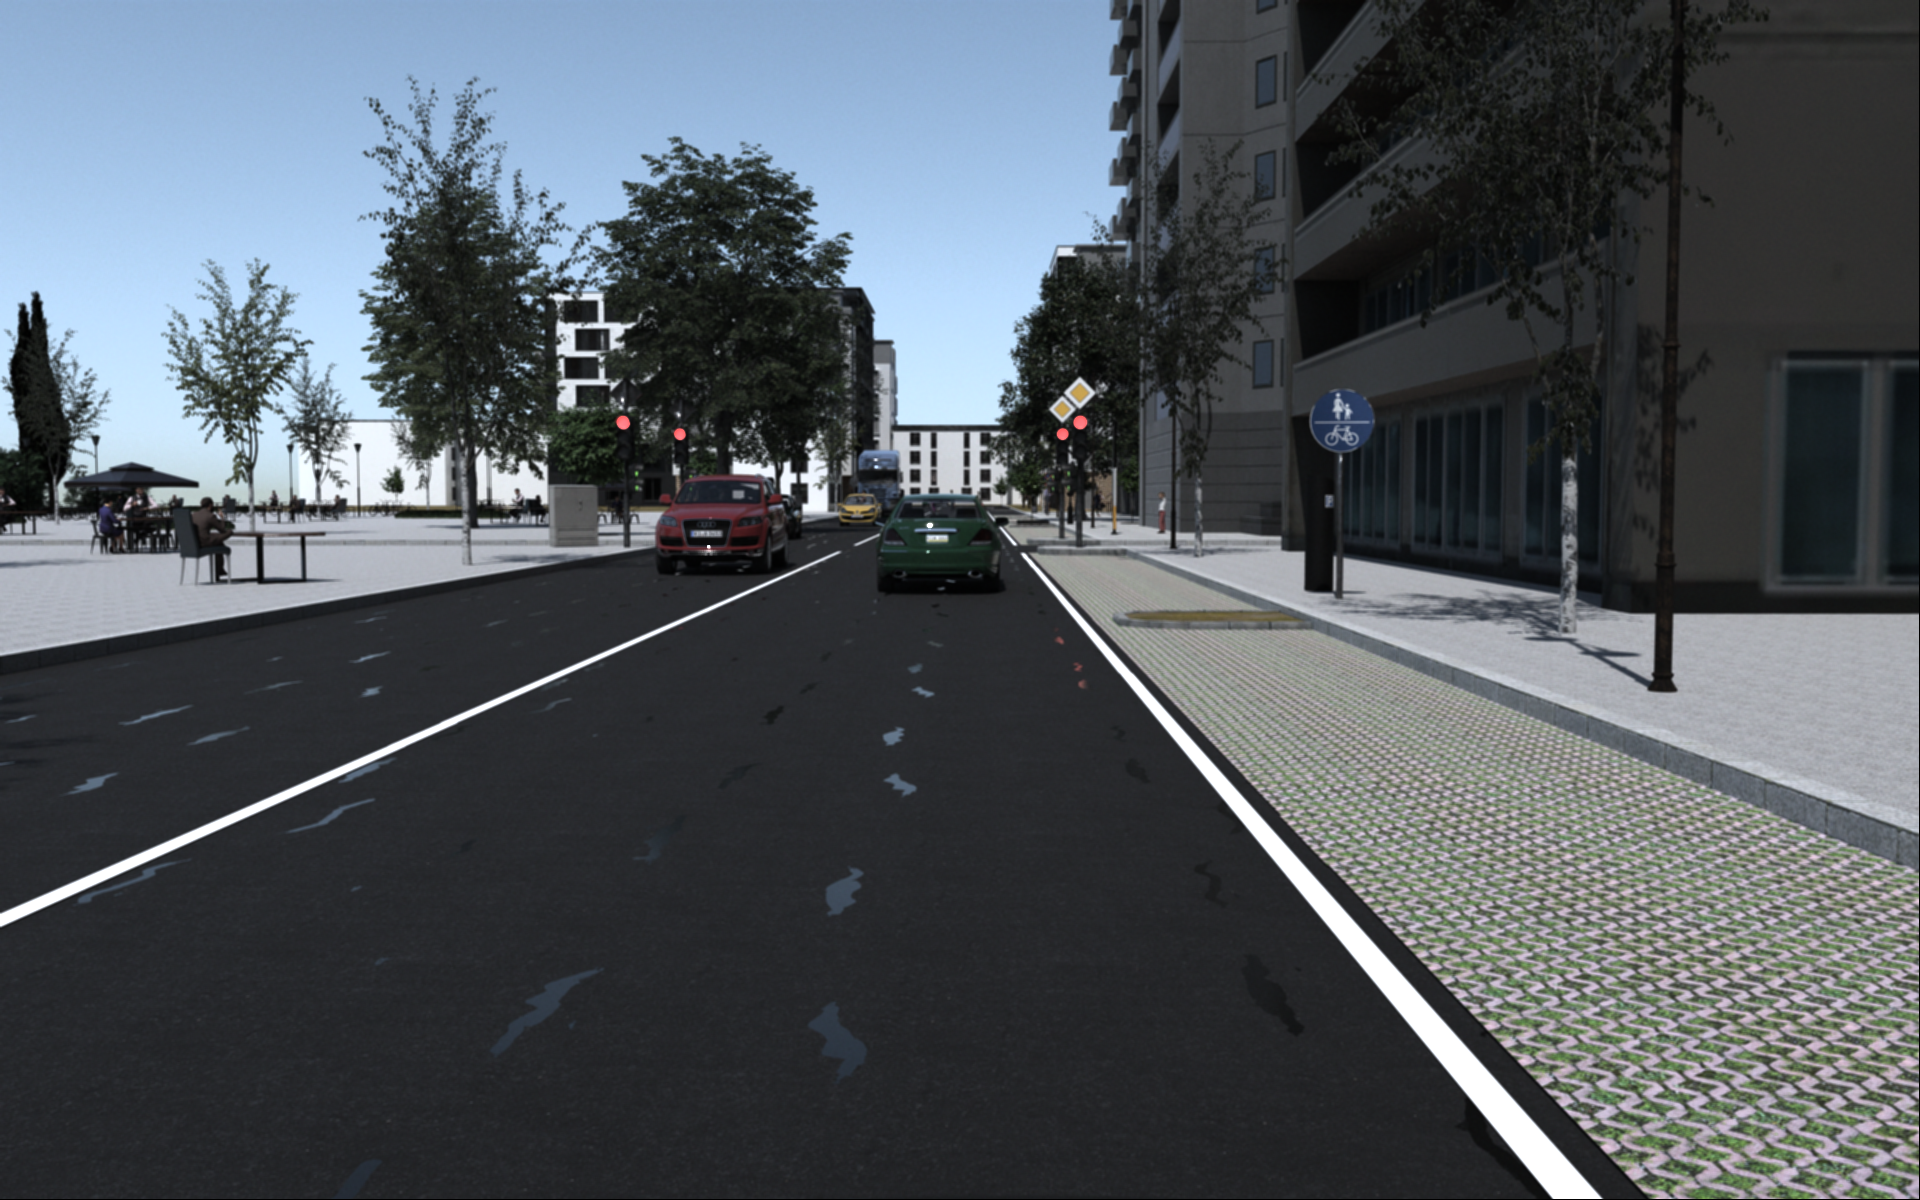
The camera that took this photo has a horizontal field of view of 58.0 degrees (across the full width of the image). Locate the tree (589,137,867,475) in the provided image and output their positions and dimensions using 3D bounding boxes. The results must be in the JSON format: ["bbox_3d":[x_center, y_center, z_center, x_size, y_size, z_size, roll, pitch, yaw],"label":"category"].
[{"bbox_3d":[-8.520,-9.551,62.821,9.857,13.997,8.962,0,3,0],"label":"tree"}]

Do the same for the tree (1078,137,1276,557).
[{"bbox_3d":[4.625,-5.180,35.060,4.360,8.622,3.978,0,3,0],"label":"tree"}]

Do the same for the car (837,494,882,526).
[{"bbox_3d":[-4.482,-4.158,78.199,2.015,1.641,3.980,0,4,1],"label":"car"}]

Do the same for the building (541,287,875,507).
[{"bbox_3d":[-25.923,-20.884,185.423,32.646,21.610,27.936,0,4,0],"label":"building"}]

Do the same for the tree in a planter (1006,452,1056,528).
[{"bbox_3d":[3.110,-4.731,74.578,1.991,3.239,1.994,0,4,0],"label":"tree in a planter"}]

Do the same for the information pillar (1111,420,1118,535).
[{"bbox_3d":[4.898,-3.891,54.965,0.183,3.616,0.504,0,4,-1],"label":"information pillar"}]

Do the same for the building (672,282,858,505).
[{"bbox_3d":[-17.446,-18.483,158.619,16.016,20.091,11.380,0,4,0],"label":"building"}]

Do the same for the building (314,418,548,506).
[{"bbox_3d":[-56.613,-15.471,195.092,28.070,9.664,9.099,0,4,0],"label":"building"}]

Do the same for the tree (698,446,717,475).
[{"bbox_3d":[-16.225,-7.766,110.691,4.285,4.588,4.351,0,3,0],"label":"tree"}]

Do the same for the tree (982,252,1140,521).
[{"bbox_3d":[5.840,-10.104,82.214,9.611,12.733,9.660,0,3,0],"label":"tree"}]

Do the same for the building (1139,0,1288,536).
[{"bbox_3d":[21.304,-31.678,59.931,28.212,58.520,21.231,0,4,0],"label":"building"}]

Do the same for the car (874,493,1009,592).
[{"bbox_3d":[-0.297,-0.920,26.848,2.131,1.459,4.920,0,4,1],"label":"car"}]

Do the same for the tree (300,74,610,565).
[{"bbox_3d":[-8.702,-4.924,30.863,4.360,8.622,3.978,0,3,0],"label":"tree"}]

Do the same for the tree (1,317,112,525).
[{"bbox_3d":[-37.692,-7.449,72.158,4.360,8.622,3.978,0,3,0],"label":"tree"}]

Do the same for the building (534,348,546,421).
[{"bbox_3d":[-35.784,-21.527,218.421,31.486,18.905,16.747,0,4,0],"label":"building"}]

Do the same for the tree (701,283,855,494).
[{"bbox_3d":[-8.943,-9.748,85.135,9.928,11.665,9.643,0,3,0],"label":"tree"}]

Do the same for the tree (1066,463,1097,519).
[{"bbox_3d":[6.414,-5.882,90.774,1.663,3.219,1.824,0,3,0],"label":"tree"}]

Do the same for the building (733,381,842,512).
[{"bbox_3d":[-13.897,-12.054,139.225,9.099,9.664,28.070,0,4,0],"label":"building"}]

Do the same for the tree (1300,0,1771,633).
[{"bbox_3d":[5.374,-3.999,15.742,4.360,8.622,3.978,0,3,0],"label":"tree"}]

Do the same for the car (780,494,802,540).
[{"bbox_3d":[-6.055,-2.806,55.664,2.009,1.686,4.222,0,4,-1],"label":"car"}]

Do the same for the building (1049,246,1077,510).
[{"bbox_3d":[22.034,-19.257,158.831,27.936,21.610,32.646,0,4,0],"label":"building"}]

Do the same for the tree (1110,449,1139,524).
[{"bbox_3d":[7.511,-4.901,74.735,1.663,3.219,1.824,0,3,0],"label":"tree"}]

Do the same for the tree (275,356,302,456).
[{"bbox_3d":[-33.801,-8.606,91.063,4.360,8.622,3.978,0,3,0],"label":"tree"}]

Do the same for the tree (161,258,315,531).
[{"bbox_3d":[-22.093,-6.288,53.179,4.737,8.622,4.395,0,3,0],"label":"tree"}]

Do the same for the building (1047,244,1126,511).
[{"bbox_3d":[15.373,-17.158,136.951,16.016,20.091,11.380,0,4,0],"label":"building"}]

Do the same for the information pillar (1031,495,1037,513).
[{"bbox_3d":[5.009,-6.858,116.618,0.304,2.012,0.304,2,4,33],"label":"information pillar"}]

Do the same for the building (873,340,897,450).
[{"bbox_3d":[-13.881,-22.171,218.913,11.380,20.091,16.016,0,4,0],"label":"building"}]

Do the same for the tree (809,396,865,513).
[{"bbox_3d":[-8.404,-10.221,117.470,4.737,8.622,4.395,0,3,0],"label":"tree"}]

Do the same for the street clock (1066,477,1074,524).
[{"bbox_3d":[4.702,-4.235,73.811,0.471,2.002,0.358,-3,4,-36],"label":"street clock"}]

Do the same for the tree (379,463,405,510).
[{"bbox_3d":[-35.594,-7.027,109.499,1.663,3.219,1.824,0,3,0],"label":"tree"}]

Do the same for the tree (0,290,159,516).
[{"bbox_3d":[-62.726,-13.073,115.561,13.155,14.587,18.604,0,4,-3],"label":"tree"}]

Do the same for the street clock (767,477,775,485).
[{"bbox_3d":[-8.206,-4.296,74.812,0.358,2.002,0.471,1,4,19],"label":"street clock"}]

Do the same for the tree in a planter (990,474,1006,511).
[{"bbox_3d":[3.647,-9.421,151.259,1.991,3.239,1.994,0,4,0],"label":"tree in a planter"}]

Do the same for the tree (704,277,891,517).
[{"bbox_3d":[-8.972,-11.362,96.144,12.009,13.543,11.850,0,3,0],"label":"tree"}]

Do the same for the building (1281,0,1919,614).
[{"bbox_3d":[17.910,-24.696,27.487,21.300,48.544,21.600,0,4,0],"label":"building"}]

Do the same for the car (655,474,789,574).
[{"bbox_3d":[-4.425,-1.473,32.756,2.281,1.827,5.304,0,4,0],"label":"car"}]

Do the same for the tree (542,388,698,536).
[{"bbox_3d":[-11.318,-4.294,53.918,4.285,4.588,4.351,0,3,0],"label":"tree"}]

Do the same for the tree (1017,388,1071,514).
[{"bbox_3d":[5.606,-9.908,112.354,4.737,8.622,4.395,0,3,0],"label":"tree"}]

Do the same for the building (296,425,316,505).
[{"bbox_3d":[-66.499,-16.686,214.966,28.070,9.664,9.099,0,4,0],"label":"building"}]

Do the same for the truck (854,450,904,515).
[{"bbox_3d":[-4.745,-7.489,112.196,2.967,4.110,18.799,0,4,1],"label":"truck"}]

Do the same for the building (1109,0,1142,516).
[{"bbox_3d":[20.574,-29.541,102.602,23.786,49.044,30.456,0,4,0],"label":"building"}]

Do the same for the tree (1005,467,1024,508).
[{"bbox_3d":[5.773,-10.577,156.648,4.285,4.588,4.351,0,3,0],"label":"tree"}]

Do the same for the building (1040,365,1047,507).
[{"bbox_3d":[15.910,-19.849,180.952,16.016,20.091,11.380,0,4,0],"label":"building"}]

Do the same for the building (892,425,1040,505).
[{"bbox_3d":[5.814,-16.684,214.925,28.070,9.664,9.099,0,4,0],"label":"building"}]

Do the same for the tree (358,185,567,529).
[{"bbox_3d":[-18.626,-8.939,64.280,7.486,12.596,7.792,0,3,0],"label":"tree"}]
